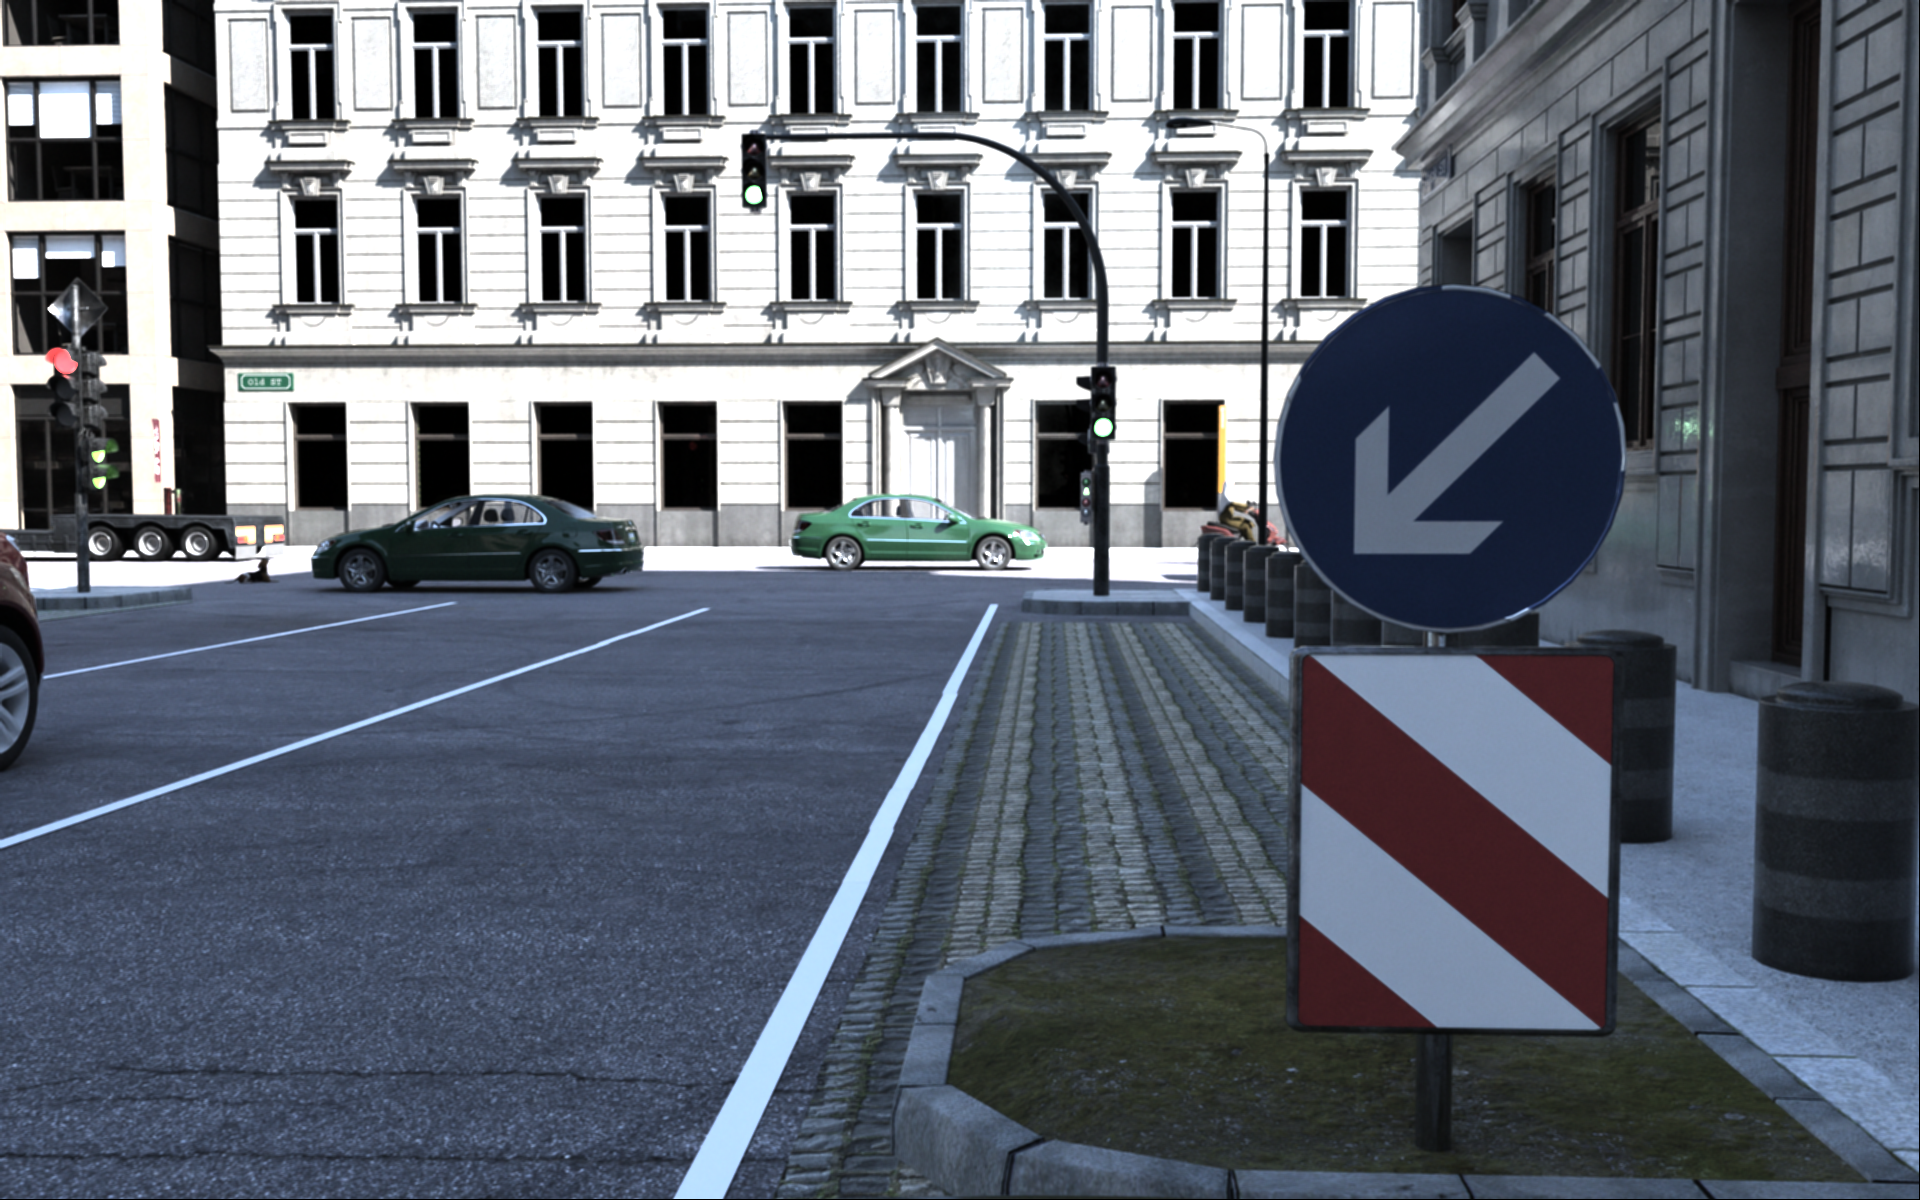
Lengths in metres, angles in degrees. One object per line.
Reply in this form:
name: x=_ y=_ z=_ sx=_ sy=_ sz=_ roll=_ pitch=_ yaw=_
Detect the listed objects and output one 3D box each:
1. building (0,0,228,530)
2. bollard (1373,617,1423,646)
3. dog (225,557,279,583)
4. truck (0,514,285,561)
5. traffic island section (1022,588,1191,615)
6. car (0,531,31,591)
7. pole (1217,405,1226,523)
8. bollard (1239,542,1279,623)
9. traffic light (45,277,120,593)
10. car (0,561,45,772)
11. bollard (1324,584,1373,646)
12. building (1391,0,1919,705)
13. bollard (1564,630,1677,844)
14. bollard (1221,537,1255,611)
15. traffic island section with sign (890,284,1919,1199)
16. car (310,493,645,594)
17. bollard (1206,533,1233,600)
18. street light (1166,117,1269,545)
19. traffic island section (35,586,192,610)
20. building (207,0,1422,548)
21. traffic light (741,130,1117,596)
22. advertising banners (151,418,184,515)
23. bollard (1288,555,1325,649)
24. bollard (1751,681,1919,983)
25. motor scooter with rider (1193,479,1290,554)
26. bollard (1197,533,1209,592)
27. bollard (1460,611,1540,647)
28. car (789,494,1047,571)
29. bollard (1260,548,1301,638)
building: x=-35.987 y=-15.136 z=51.993 sx=34.151 sy=26.468 sz=19.350 roll=0 pitch=4 yaw=3
bollard: x=2.676 y=0.279 z=10.150 sx=0.404 sy=0.777 sz=0.398 roll=0 pitch=3 yaw=0
dog: x=-11.456 y=-0.479 z=28.024 sx=0.748 sy=0.427 sz=0.550 roll=0 pitch=4 yaw=-2
truck: x=-24.510 y=-2.942 z=37.868 sx=18.799 sy=4.110 sz=2.967 roll=0 pitch=4 yaw=3
traffic island section: x=1.804 y=0.020 z=21.949 sx=2.009 sy=0.180 sz=2.903 roll=0 pitch=4 yaw=3
car: x=-9.067 y=-0.262 z=13.317 sx=2.155 sy=1.783 sz=4.494 roll=0 pitch=4 yaw=2
pole: x=6.022 y=-2.818 z=39.912 sx=0.158 sy=3.312 sz=0.155 roll=0 pitch=3 yaw=0
bollard: x=3.053 y=-0.165 z=17.410 sx=0.404 sy=0.777 sz=0.398 roll=0 pitch=3 yaw=0
traffic light: x=-11.429 y=-2.054 z=22.508 sx=0.839 sy=4.253 sz=0.868 roll=0 pitch=4 yaw=3
car: x=-6.033 y=0.086 z=7.262 sx=2.281 sy=1.827 sz=5.304 roll=0 pitch=4 yaw=4
bollard: x=2.770 y=0.168 z=11.976 sx=0.404 sy=0.777 sz=0.398 roll=0 pitch=3 yaw=0
building: x=9.819 y=-10.606 z=9.570 sx=11.583 sy=22.565 sz=21.152 roll=0 pitch=4 yaw=3
bollard: x=2.480 y=0.501 z=6.529 sx=0.404 sy=0.777 sz=0.398 roll=0 pitch=3 yaw=0
bollard: x=3.147 y=-0.275 z=19.221 sx=0.404 sy=0.777 sz=0.398 roll=0 pitch=3 yaw=0
traffic island section with sign: x=0.866 y=0.278 z=4.082 sx=1.989 sy=1.847 sz=2.006 roll=0 pitch=4 yaw=3
car: x=-7.199 y=-0.861 z=25.868 sx=4.920 sy=1.459 sz=2.131 roll=0 pitch=4 yaw=3
bollard: x=3.241 y=-0.386 z=21.032 sx=0.404 sy=0.777 sz=0.398 roll=0 pitch=3 yaw=0
street light: x=3.235 y=-2.994 z=21.499 sx=1.470 sy=5.913 sz=1.316 roll=0 pitch=4 yaw=3
traffic island section: x=-11.469 y=-0.022 z=22.645 sx=2.009 sy=0.180 sz=2.903 roll=0 pitch=4 yaw=3
building: x=3.961 y=-16.614 z=48.048 sx=44.131 sy=29.872 sz=17.030 roll=0 pitch=4 yaw=3
traffic light: x=-0.329 y=-2.883 z=21.805 sx=4.771 sy=5.953 sz=1.251 roll=0 pitch=4 yaw=3
advertising banners: x=-18.801 y=-2.747 z=41.109 sx=0.090 sy=3.025 sz=2.074 roll=0 pitch=4 yaw=-7
bollard: x=2.864 y=0.057 z=13.782 sx=0.404 sy=0.777 sz=0.398 roll=0 pitch=3 yaw=0
bollard: x=2.386 y=0.611 z=4.723 sx=0.404 sy=0.777 sz=0.398 roll=0 pitch=3 yaw=0
motor scooter with rider: x=5.739 y=-1.610 z=35.291 sx=1.986 sy=1.779 sz=0.876 roll=0 pitch=4 yaw=1
bollard: x=3.333 y=-0.497 z=22.839 sx=0.404 sy=0.777 sz=0.398 roll=0 pitch=3 yaw=0
bollard: x=2.577 y=0.390 z=8.344 sx=0.404 sy=0.777 sz=0.398 roll=0 pitch=3 yaw=0
car: x=-0.797 y=-1.304 z=33.115 sx=4.920 sy=1.459 sz=2.131 roll=0 pitch=4 yaw=1
bollard: x=2.956 y=-0.053 z=15.588 sx=0.404 sy=0.777 sz=0.398 roll=0 pitch=3 yaw=0
